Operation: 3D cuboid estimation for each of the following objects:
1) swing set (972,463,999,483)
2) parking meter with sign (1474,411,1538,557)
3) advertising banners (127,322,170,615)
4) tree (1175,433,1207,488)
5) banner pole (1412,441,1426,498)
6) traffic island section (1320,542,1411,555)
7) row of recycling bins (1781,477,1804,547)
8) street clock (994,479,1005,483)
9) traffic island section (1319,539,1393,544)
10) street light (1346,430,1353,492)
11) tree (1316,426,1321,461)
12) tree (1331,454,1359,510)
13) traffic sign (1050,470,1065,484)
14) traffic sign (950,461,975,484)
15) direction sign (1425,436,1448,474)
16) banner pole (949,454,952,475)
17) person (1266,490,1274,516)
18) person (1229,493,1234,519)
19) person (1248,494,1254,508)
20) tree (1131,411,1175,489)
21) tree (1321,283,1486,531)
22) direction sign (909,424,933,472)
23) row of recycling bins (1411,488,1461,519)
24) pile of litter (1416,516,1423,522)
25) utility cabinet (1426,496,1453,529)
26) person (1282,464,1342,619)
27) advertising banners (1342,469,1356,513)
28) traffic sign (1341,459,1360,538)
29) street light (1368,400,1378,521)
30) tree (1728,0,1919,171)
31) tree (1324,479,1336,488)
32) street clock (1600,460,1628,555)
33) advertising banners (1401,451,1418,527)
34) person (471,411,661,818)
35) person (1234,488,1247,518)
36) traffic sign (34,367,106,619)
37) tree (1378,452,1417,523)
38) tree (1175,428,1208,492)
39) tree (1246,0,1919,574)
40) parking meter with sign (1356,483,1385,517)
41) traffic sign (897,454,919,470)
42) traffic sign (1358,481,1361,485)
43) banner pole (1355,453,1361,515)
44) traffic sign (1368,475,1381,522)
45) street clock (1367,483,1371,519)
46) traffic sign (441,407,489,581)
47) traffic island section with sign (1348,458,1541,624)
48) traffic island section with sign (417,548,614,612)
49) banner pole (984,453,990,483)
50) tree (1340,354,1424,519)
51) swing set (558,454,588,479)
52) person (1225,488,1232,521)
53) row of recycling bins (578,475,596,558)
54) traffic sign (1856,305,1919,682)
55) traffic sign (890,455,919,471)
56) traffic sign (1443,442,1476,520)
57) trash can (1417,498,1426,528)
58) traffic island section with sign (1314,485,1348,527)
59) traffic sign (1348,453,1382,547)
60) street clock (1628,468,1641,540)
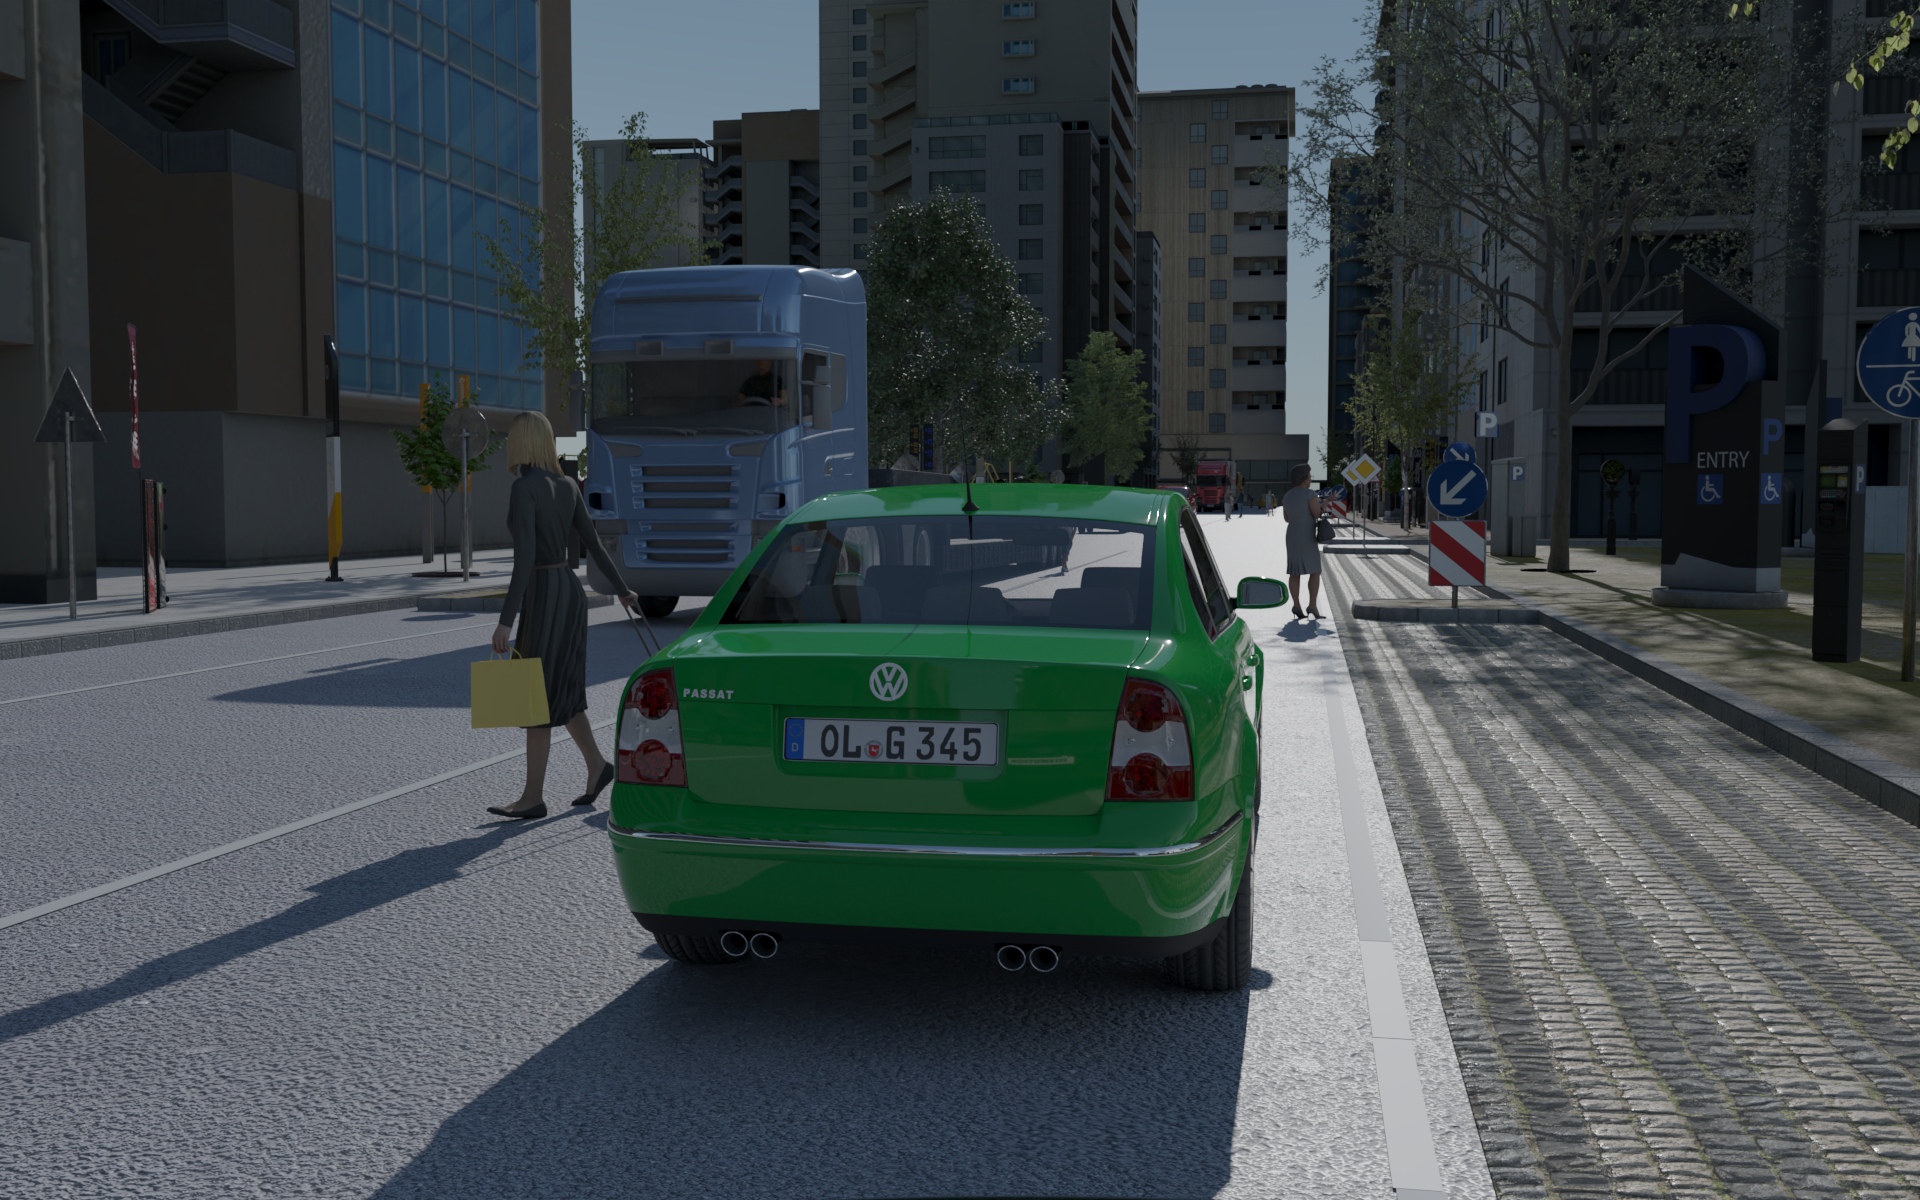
[{"bbox_3d":[1.354,-5.516,87.808,2.862,2.851,3.119,0,4,8],"label":"swing set"},{"bbox_3d":[11.335,-2.421,35.844,0.543,3.016,1.738,-1,4,-15],"label":"parking meter with sign"},{"bbox_3d":[-8.785,-1.378,18.724,0.090,3.025,2.074,-1,4,-17],"label":"advertising banners"},{"bbox_3d":[27.004,-15.444,202.870,4.737,8.622,4.395,0,3,0],"label":"tree"},{"bbox_3d":[21.711,-5.605,81.666,0.863,3.779,0.401,-1,4,-14],"label":"banner pole"},{"bbox_3d":[9.898,-1.227,42.340,2.009,0.180,2.903,1,4,11],"label":"traffic island section"},{"bbox_3d":[18.340,-2.012,40.016,3.534,1.692,1.069,2,4,27],"label":"row of recycling bins"},{"bbox_3d":[1.864,-4.725,81.824,0.471,2.002,0.358,-2,4,-25],"label":"street clock"},{"bbox_3d":[11.425,-1.706,50.178,2.009,0.180,2.903,1,4,11],"label":"traffic island section"},{"bbox_3d":[27.648,-9.186,122.984,0.468,5.910,1.993,1,4,11],"label":"street light"},{"bbox_3d":[37.612,-13.613,172.941,4.737,8.622,4.395,0,3,0],"label":"tree"},{"bbox_3d":[31.743,-9.572,140.218,4.285,4.588,4.351,0,3,0],"label":"tree"},{"bbox_3d":[5.130,-5.583,91.392,0.768,2.556,0.104,1,4,15],"label":"traffic sign"},{"bbox_3d":[0.072,-2.978,52.325,0.795,2.450,0.064,1,4,11],"label":"traffic sign"},{"bbox_3d":[18.717,-4.652,68.054,0.876,3.537,0.379,0,4,1],"label":"direction sign"},{"bbox_3d":[-0.517,-6.429,95.123,0.401,3.779,0.863,1,4,11],"label":"banner pole"},{"bbox_3d":[19.991,-6.260,111.858,0.512,1.701,0.522,-1,4,-18],"label":"person"},{"bbox_3d":[15.549,-5.436,99.969,0.503,1.515,0.523,0,4,2],"label":"person"},{"bbox_3d":[29.955,-10.204,178.564,0.697,1.427,0.421,-2,4,-31],"label":"person"},{"bbox_3d":[15.614,-12.060,147.537,4.360,8.622,3.978,0,3,0],"label":"tree"},{"bbox_3d":[15.717,-6.717,60.185,4.737,8.622,4.395,0,3,0],"label":"tree"},{"bbox_3d":[-1.253,-3.920,56.086,0.876,3.537,0.379,2,4,30],"label":"direction sign"},{"bbox_3d":[24.021,-5.026,89.287,3.534,1.692,1.069,0,4,6],"label":"row of recycling bins"},{"bbox_3d":[21.430,-4.005,79.452,1.176,0.858,1.719,3,5,40],"label":"pile of litter"},{"bbox_3d":[17.695,-3.219,63.788,1.020,1.237,0.306,0,4,-2],"label":"utility cabinet"},{"bbox_3d":[4.061,-0.675,19.887,0.532,1.782,0.716,-3,4,-36],"label":"person"},{"bbox_3d":[26.897,-7.563,119.849,0.090,3.025,2.074,3,4,38],"label":"advertising banners"},{"bbox_3d":[11.400,-2.842,50.106,0.795,2.450,0.064,1,4,11],"label":"traffic sign"},{"bbox_3d":[19.984,-6.787,83.752,0.468,5.910,1.993,1,4,11],"label":"street light"},{"bbox_3d":[5.391,-3.499,7.574,4.360,8.622,3.978,0,3,0],"label":"tree"},{"bbox_3d":[39.168,-11.402,181.016,1.663,3.219,1.824,0,3,0],"label":"tree"},{"bbox_3d":[13.721,-1.950,36.451,0.471,2.002,0.358,1,4,16],"label":"street clock"},{"bbox_3d":[17.913,-4.458,69.081,0.090,3.025,2.074,0,4,-2],"label":"advertising banners"},{"bbox_3d":[-1.567,0.045,7.986,1.509,1.804,0.699,-3,4,-38],"label":"person"},{"bbox_3d":[17.102,-5.913,105.533,0.721,1.781,0.623,3,5,45],"label":"person"},{"bbox_3d":[-9.129,-1.086,17.753,0.884,2.594,0.081,1,4,16],"label":"traffic sign"},{"bbox_3d":[19.155,-5.012,76.543,1.663,3.219,1.824,0,3,0],"label":"tree"},{"bbox_3d":[25.044,-14.797,192.297,4.360,8.622,3.978,0,3,0],"label":"tree"},{"bbox_3d":[9.987,-7.198,28.055,12.009,13.543,11.850,0,3,0],"label":"tree"},{"bbox_3d":[22.943,-6.142,96.685,1.738,3.016,0.543,3,4,39],"label":"parking meter with sign"},{"bbox_3d":[-1.680,-3.360,55.050,0.768,2.556,0.104,1,4,11],"label":"traffic sign"},{"bbox_3d":[23.581,-6.176,100.983,0.884,2.594,0.081,1,4,15],"label":"traffic sign"},{"bbox_3d":[24.532,-7.117,106.383,0.401,3.779,0.863,-1,4,-16],"label":"banner pole"},{"bbox_3d":[19.154,-4.927,80.565,0.884,2.594,0.081,1,4,17],"label":"traffic sign"},{"bbox_3d":[20.773,-5.092,87.829,0.358,2.002,0.471,1,4,11],"label":"street clock"},{"bbox_3d":[-7.264,-1.547,25.394,0.768,2.556,0.104,1,4,15],"label":"traffic sign"},{"bbox_3d":[5.594,-0.704,20.133,1.989,1.847,2.006,1,4,11],"label":"traffic island section with sign"},{"bbox_3d":[-5.521,-0.820,22.040,1.989,1.847,2.006,1,4,11],"label":"traffic island section with sign"},{"bbox_3d":[1.558,-7.092,105.966,0.863,3.779,0.401,-2,4,-30],"label":"banner pole"},{"bbox_3d":[22.148,-8.581,90.656,4.360,8.622,3.978,0,3,0],"label":"tree"},{"bbox_3d":[-15.283,-4.408,69.692,2.862,2.851,3.119,1,4,16],"label":"swing set"},{"bbox_3d":[14.172,-5.045,91.528,0.362,1.759,0.519,1,4,20],"label":"person"},{"bbox_3d":[-7.624,-1.707,35.024,3.534,1.692,1.069,2,4,32],"label":"row of recycling bins"},{"bbox_3d":[6.497,-0.715,11.795,0.768,2.556,0.104,1,4,19],"label":"traffic sign"},{"bbox_3d":[-1.455,-2.498,44.487,0.795,2.450,0.064,1,4,11],"label":"traffic sign"},{"bbox_3d":[12.132,-2.569,42.108,0.768,2.556,0.104,1,4,13],"label":"traffic sign"},{"bbox_3d":[17.750,-3.320,65.933,0.748,1.137,0.748,0,3,0],"label":"trash can"},{"bbox_3d":[16.265,-4.055,74.920,1.989,1.847,2.006,1,4,11],"label":"traffic island section with sign"},{"bbox_3d":[9.873,-2.362,42.268,0.795,2.450,0.064,1,4,11],"label":"traffic sign"},{"bbox_3d":[18.713,-2.662,48.098,0.358,2.002,0.471,1,4,9],"label":"street clock"}]
